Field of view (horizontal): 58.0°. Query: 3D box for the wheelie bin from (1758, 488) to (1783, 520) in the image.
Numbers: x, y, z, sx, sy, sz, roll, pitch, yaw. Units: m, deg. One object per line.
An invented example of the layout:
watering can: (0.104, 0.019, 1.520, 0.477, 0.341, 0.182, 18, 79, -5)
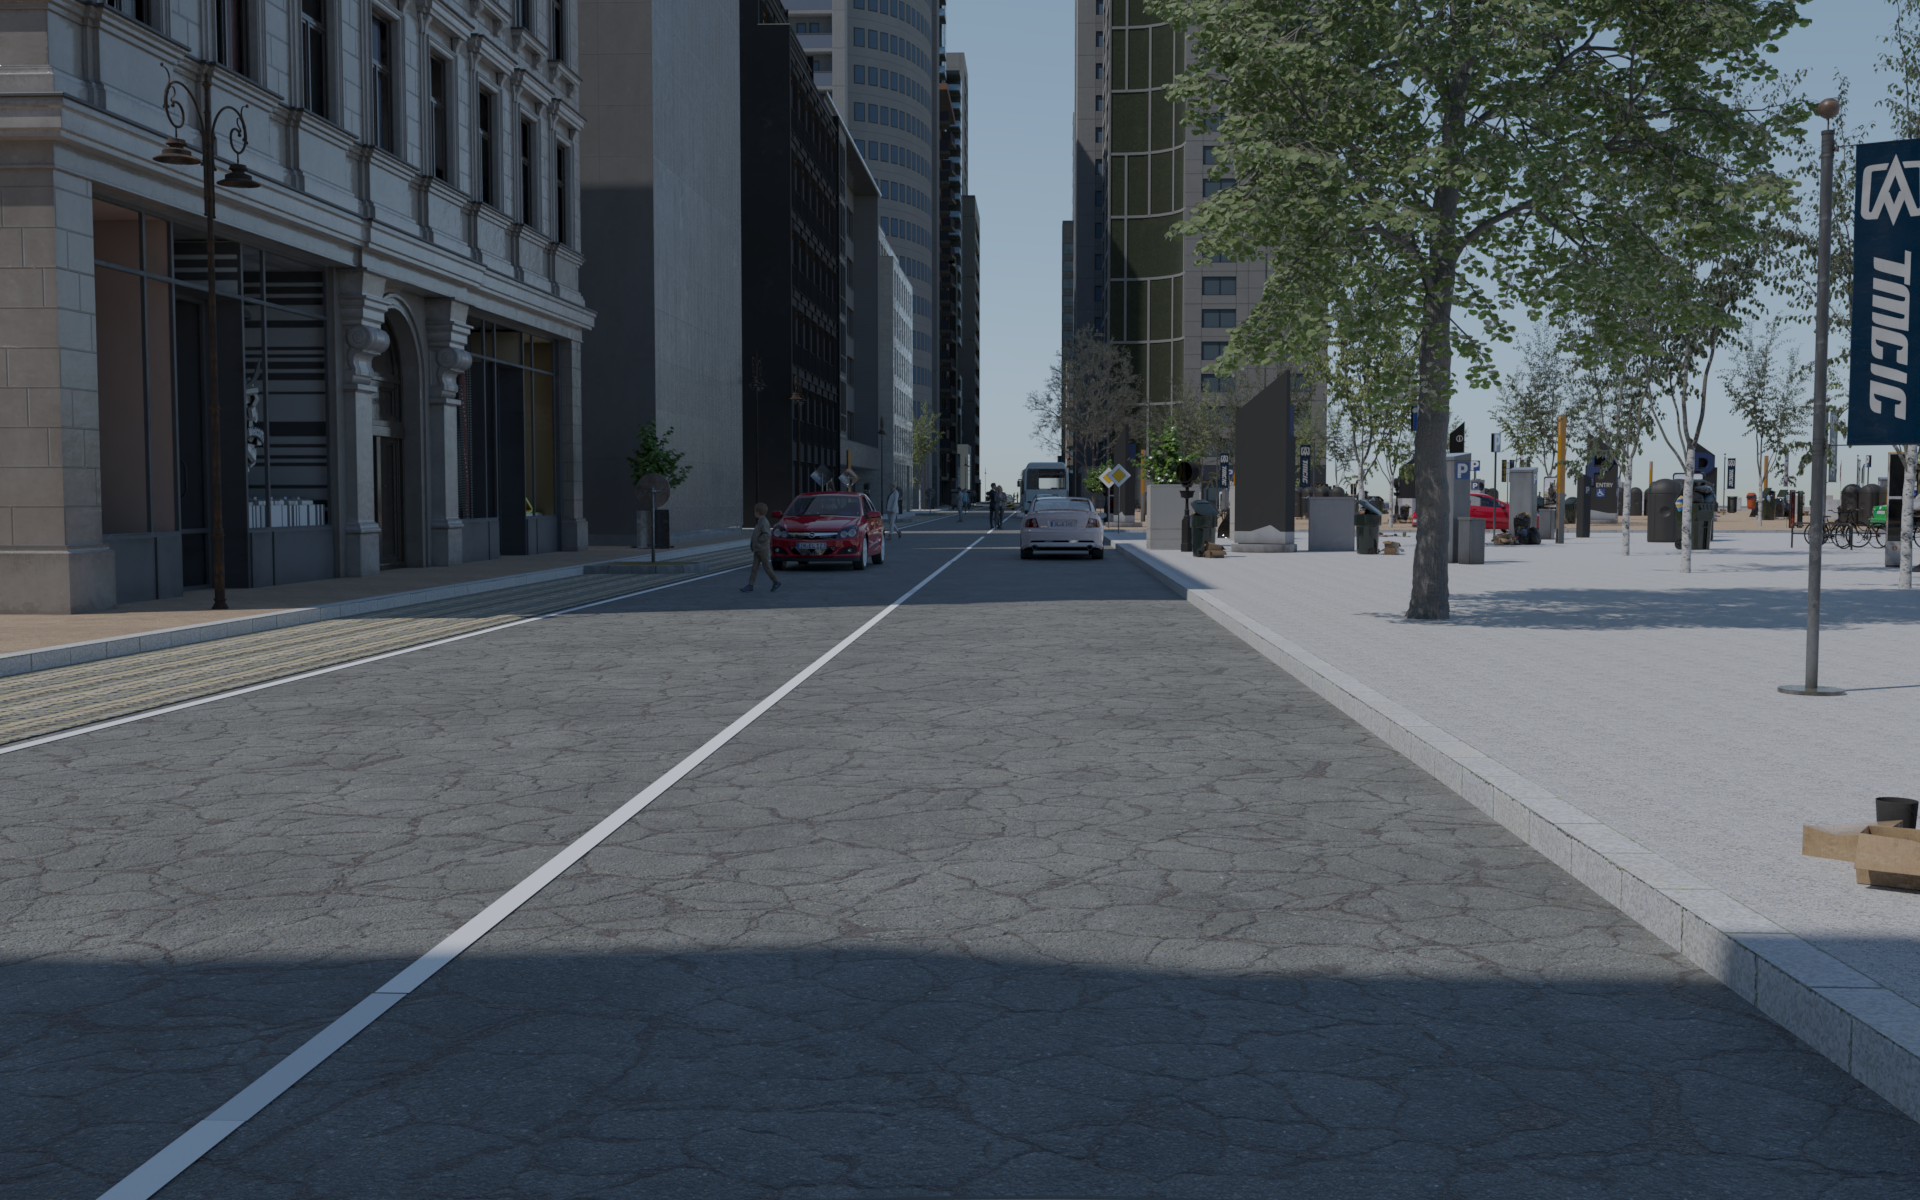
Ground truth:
wheelie bin: (39.554, -4.704, 84.812, 0.693, 1.594, 0.980, 0, 4, -1)

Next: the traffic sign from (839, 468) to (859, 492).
traffic sign: (-4.156, -3.742, 64.822, 0.795, 2.450, 0.064, 0, 4, 3)

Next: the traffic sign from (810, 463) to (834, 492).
traffic sign: (-4.518, -3.254, 56.846, 0.795, 2.450, 0.064, 0, 4, 3)

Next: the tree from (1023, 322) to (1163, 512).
tree: (9.521, -13.111, 124.727, 12.009, 13.543, 11.850, 0, 3, 0)

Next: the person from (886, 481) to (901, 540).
person: (-2.055, -2.800, 54.153, 0.514, 1.842, 0.818, 3, 5, 43)

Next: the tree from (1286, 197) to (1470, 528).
tree: (9.773, -5.606, 42.016, 4.737, 8.622, 4.395, 0, 3, 0)

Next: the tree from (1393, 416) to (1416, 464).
tree: (35.721, -11.285, 134.878, 4.360, 8.622, 3.978, 0, 3, 0)

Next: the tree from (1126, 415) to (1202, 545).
tree: (5.164, -2.918, 42.307, 1.663, 3.219, 1.824, 0, 3, 0)

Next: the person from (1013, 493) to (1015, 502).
person: (7.525, -14.031, 239.368, 0.415, 1.643, 0.593, -3, 4, -36)

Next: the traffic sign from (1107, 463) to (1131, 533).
traffic sign: (5.165, -3.226, 56.387, 0.795, 2.450, 0.064, 0, 4, 3)

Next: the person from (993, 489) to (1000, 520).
person: (2.026, -5.244, 94.101, 0.748, 1.841, 0.638, -1, 4, -22)

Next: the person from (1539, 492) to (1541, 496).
person: (72.487, -12.700, 216.925, 0.721, 1.735, 1.217, 1, 4, 15)

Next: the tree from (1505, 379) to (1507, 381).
tree: (23.914, -7.310, 69.879, 4.360, 8.622, 3.978, 0, 3, 0)

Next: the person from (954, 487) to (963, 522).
person: (-0.080, -4.940, 89.447, 0.466, 1.800, 0.511, 0, 4, 3)

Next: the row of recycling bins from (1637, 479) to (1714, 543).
row of recycling bins: (19.625, -2.440, 47.007, 1.069, 1.692, 3.534, 3, 5, 40)

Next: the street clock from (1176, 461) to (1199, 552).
street clock: (5.029, -2.067, 38.370, 0.471, 2.002, 0.358, 3, 5, 44)

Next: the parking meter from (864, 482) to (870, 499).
parking meter: (-4.679, -4.974, 87.036, 0.255, 1.863, 0.399, 1, 4, 13)

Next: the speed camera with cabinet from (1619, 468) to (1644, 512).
speed camera with cabinet: (48.594, -8.032, 125.652, 2.038, 3.252, 0.660, 1, 4, 20)

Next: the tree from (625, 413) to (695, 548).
tree: (-7.349, -2.847, 41.155, 1.663, 3.219, 1.824, 0, 3, 0)

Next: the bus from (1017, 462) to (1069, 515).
bus: (5.075, -6.822, 106.406, 2.948, 3.499, 13.247, 0, 4, 1)

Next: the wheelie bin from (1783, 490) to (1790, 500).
wheelie bin: (57.448, -6.908, 120.847, 0.693, 1.594, 0.980, -2, 4, -30)

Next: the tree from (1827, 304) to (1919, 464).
tree: (28.639, -6.244, 52.459, 4.737, 8.622, 4.395, 0, 3, 0)

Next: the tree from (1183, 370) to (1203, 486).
tree: (14.930, -8.902, 95.917, 4.360, 8.622, 3.978, 0, 3, 0)

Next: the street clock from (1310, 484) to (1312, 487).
street clock: (25.771, -7.446, 126.304, 0.471, 2.002, 0.358, -3, 4, -37)

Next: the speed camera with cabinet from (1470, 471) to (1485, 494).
speed camera with cabinet: (30.435, -6.686, 103.647, 2.038, 3.252, 0.660, -2, 4, -26)

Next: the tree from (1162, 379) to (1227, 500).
tree: (15.120, -9.799, 110.571, 4.737, 8.622, 4.395, 0, 3, 0)

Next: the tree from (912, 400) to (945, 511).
tree: (-3.340, -11.245, 134.224, 4.737, 8.622, 4.395, 0, 3, 0)

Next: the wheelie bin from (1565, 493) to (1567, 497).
wheelie bin: (44.484, -7.367, 128.356, 0.980, 1.594, 0.693, 0, 4, -1)

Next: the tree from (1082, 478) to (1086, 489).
tree: (8.607, -6.735, 104.719, 1.663, 3.219, 1.824, 0, 3, 0)

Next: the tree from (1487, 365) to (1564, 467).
tree: (32.434, -9.124, 99.539, 4.737, 8.622, 4.395, 0, 3, 0)

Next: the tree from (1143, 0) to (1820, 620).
tree: (5.196, -6.095, 17.786, 7.486, 12.596, 7.792, 0, 3, 0)

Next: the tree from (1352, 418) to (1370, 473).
tree: (26.825, -10.496, 121.972, 4.360, 8.622, 3.978, 0, 3, 0)

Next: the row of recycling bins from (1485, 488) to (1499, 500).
row of recycling bins: (35.723, -6.826, 118.725, 1.069, 1.692, 3.534, -1, 4, -16)

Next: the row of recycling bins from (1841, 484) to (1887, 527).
row of recycling bins: (36.244, -3.726, 68.028, 1.069, 1.692, 3.534, -2, 4, -26)

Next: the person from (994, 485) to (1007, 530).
person: (1.655, -3.757, 70.104, 0.537, 1.800, 0.526, 0, 4, 0)

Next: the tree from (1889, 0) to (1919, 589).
tree: (12.839, -4.474, 23.521, 4.360, 8.622, 3.978, 0, 3, 0)

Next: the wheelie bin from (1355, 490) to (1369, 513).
wheelie bin: (20.947, -5.034, 90.221, 0.693, 1.594, 0.980, 0, 4, 6)

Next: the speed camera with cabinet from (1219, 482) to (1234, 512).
speed camera with cabinet: (19.562, -7.982, 124.845, 0.660, 3.252, 2.038, -2, 4, -32)

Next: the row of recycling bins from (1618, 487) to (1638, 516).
row of recycling bins: (39.359, -5.810, 102.104, 3.534, 1.692, 1.069, 1, 4, 15)

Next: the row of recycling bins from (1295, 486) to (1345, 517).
row of recycling bins: (19.565, -5.368, 94.884, 1.069, 1.692, 3.534, -3, 5, -40)

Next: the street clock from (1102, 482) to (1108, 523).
street clock: (6.595, -4.497, 78.098, 0.358, 2.002, 0.471, -1, 4, -17)

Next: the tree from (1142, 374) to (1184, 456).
tree: (13.005, -9.325, 102.827, 4.360, 8.622, 3.978, 0, 3, 0)

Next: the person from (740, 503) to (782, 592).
person: (-2.900, -0.771, 25.377, 0.640, 1.303, 0.475, -2, 4, -35)

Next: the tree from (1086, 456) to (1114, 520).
tree: (7.657, -5.666, 87.241, 1.663, 3.219, 1.824, 0, 3, 0)

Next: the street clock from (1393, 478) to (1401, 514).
street clock: (19.696, -4.498, 78.104, 0.358, 2.002, 0.471, 1, 4, 23)

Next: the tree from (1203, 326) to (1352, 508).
tree: (13.376, -7.511, 73.161, 4.360, 8.622, 3.978, 0, 3, 0)

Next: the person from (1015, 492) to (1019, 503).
person: (8.960, -16.091, 272.417, 0.721, 1.723, 1.217, 2, 4, 28)

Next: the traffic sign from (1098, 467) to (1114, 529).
traffic sign: (5.528, -3.714, 64.364, 0.795, 2.450, 0.064, 0, 4, 3)

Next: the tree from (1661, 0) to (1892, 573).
tree: (11.799, -4.760, 28.191, 4.360, 8.622, 3.978, 0, 3, 0)

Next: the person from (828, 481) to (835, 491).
person: (-3.717, -2.481, 49.338, 0.520, 1.790, 0.573, -1, 4, -17)

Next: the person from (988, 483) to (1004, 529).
person: (1.458, -3.915, 71.876, 0.474, 1.900, 0.648, -3, 4, -36)

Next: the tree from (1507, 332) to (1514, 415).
tree: (13.997, -5.245, 36.110, 4.360, 8.622, 3.978, 0, 3, 0)

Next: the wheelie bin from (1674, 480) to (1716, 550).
wheelie bin: (16.990, -1.961, 39.973, 0.980, 1.594, 0.693, -2, 4, -28)

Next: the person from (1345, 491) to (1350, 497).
person: (48.926, -12.880, 219.182, 1.348, 1.812, 0.705, 2, 4, 33)

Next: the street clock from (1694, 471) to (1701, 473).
street clock: (22.981, -3.027, 54.055, 0.471, 2.002, 0.358, 1, 4, 16)

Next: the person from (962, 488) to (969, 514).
person: (0.333, -7.084, 124.182, 0.638, 1.841, 0.748, -1, 4, -12)
